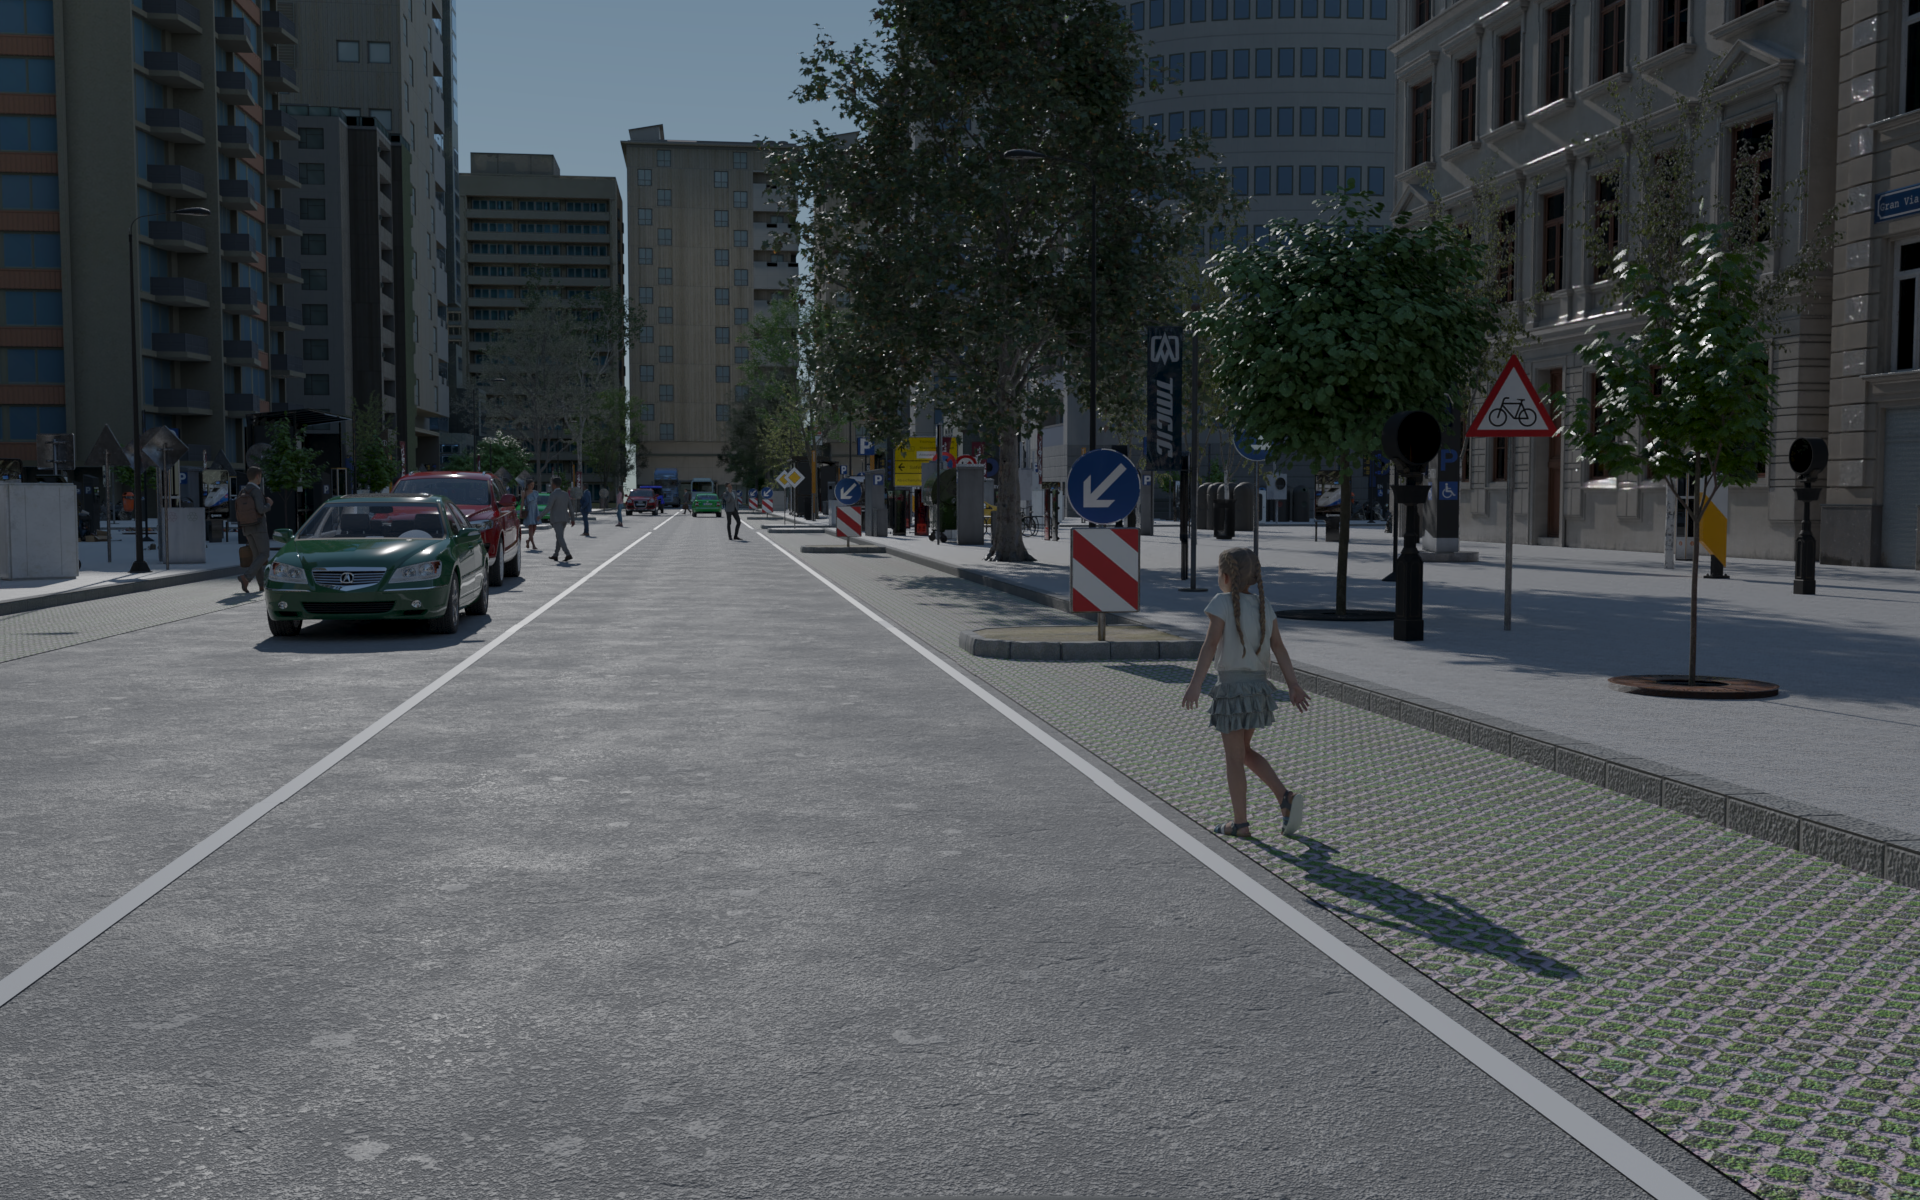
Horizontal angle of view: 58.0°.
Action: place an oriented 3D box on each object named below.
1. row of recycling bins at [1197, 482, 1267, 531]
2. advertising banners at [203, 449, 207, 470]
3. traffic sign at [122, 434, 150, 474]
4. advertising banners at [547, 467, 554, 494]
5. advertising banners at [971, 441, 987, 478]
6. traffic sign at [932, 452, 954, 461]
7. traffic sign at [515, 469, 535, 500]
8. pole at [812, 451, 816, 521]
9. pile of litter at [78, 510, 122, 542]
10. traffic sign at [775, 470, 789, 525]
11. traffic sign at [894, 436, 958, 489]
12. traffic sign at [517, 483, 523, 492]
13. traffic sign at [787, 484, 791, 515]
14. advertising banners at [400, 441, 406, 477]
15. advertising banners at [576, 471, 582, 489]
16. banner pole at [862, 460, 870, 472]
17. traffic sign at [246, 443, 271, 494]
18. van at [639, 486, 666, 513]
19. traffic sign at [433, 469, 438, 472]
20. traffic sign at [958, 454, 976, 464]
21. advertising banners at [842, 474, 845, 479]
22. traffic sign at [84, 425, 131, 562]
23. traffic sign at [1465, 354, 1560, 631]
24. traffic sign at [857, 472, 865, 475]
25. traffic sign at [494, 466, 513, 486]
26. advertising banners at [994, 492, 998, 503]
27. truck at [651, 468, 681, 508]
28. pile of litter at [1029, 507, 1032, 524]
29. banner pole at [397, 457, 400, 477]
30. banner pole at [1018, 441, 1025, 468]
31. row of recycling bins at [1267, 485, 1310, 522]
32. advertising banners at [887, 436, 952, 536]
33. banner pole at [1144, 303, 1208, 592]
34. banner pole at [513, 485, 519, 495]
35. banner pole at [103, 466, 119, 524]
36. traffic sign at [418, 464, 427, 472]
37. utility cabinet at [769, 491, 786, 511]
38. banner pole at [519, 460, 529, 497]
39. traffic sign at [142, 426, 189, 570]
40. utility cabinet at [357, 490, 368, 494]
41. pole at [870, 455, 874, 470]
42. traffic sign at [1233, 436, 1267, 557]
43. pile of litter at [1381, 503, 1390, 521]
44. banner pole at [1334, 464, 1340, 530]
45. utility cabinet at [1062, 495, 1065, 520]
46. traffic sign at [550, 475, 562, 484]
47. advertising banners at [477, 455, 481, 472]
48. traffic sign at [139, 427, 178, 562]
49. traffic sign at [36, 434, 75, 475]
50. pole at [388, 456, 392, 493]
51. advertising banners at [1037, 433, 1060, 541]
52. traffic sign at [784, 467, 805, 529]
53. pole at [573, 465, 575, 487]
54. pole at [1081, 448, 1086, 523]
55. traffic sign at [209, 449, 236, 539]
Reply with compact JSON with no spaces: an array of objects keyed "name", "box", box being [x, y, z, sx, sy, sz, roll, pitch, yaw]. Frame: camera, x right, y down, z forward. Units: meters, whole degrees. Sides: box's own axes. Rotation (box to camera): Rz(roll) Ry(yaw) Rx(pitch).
[{"name":"row of recycling bins","box":[9.423,-3.317,61.347,1.069,1.692,3.534,-1,4,-19]},{"name":"advertising banners","box":[-30.125,-4.439,68.773,0.090,3.025,2.074,-2,4,-35]},{"name":"traffic sign","box":[-15.635,-1.948,33.029,0.795,2.450,0.064,0,4,-7]},{"name":"advertising banners","box":[-26.103,-6.988,110.443,0.090,3.025,2.074,0,4,-1]},{"name":"advertising banners","box":[-0.063,-3.775,57.912,2.074,3.025,0.090,2,4,29]},{"name":"traffic sign","box":[-0.489,-3.170,51.929,0.768,2.556,0.104,0,4,-6]},{"name":"traffic sign","box":[-17.659,-4.079,70.338,0.795,2.450,0.064,-1,4,-8]},{"name":"pole","box":[-6.874,-5.353,81.368,0.158,3.312,0.155,0,3,0]},{"name":"pile of litter","box":[-23.455,-2.001,46.688,1.719,0.858,1.176,-3,5,-44]},{"name":"traffic sign","box":[-7.274,-4.171,71.845,0.795,2.450,0.064,-1,4,-8]},{"name":"traffic sign","box":[-1.190,-4.087,60.702,2.265,3.308,0.079,0,4,-2]},{"name":"traffic sign","box":[-27.916,-6.752,110.504,0.768,2.556,0.104,0,4,0]},{"name":"traffic sign","box":[-10.258,-6.272,104.672,0.606,2.300,0.079,0,4,-7]},{"name":"advertising banners","box":[-18.349,-3.776,57.920,0.090,3.025,2.074,0,4,2]},{"name":"advertising banners","box":[-30.111,-8.433,134.067,2.074,3.025,0.090,2,4,23]},{"name":"banner pole","box":[-6.833,-8.285,125.484,0.863,3.779,0.401,0,4,6]},{"name":"traffic sign","box":[-17.389,-2.634,43.172,0.768,2.556,0.104,0,4,-7]},{"name":"van","box":[-23.161,-7.676,129.883,2.240,2.365,5.245,-1,4,-10]},{"name":"traffic sign","box":[-23.850,-4.749,78.836,0.795,2.450,0.064,0,4,-4]},{"name":"traffic sign","box":[0.191,-3.403,55.744,0.768,2.556,0.104,0,4,-3]},{"name":"advertising banners","box":[-7.524,-6.828,107.827,0.090,3.025,2.074,1,4,22]},{"name":"traffic sign","box":[-15.957,-1.983,32.428,0.884,2.594,0.081,0,4,0]},{"name":"traffic sign","box":[5.150,-0.992,16.218,0.884,2.594,0.081,0,4,-1]},{"name":"traffic sign","box":[-5.598,-6.084,99.581,0.768,2.556,0.104,0,4,-5]},{"name":"traffic sign","box":[-16.493,-3.596,62.438,0.795,2.450,0.064,-1,4,-8]},{"name":"advertising banners","box":[1.541,-5.507,86.223,0.090,3.025,2.074,2,4,26]},{"name":"truck","box":[-31.396,-12.008,186.089,2.967,4.110,18.799,-1,4,-8]},{"name":"pile of litter","box":[3.548,-3.825,76.504,1.176,0.858,1.719,-2,4,-31]},{"name":"banner pole","box":[-37.572,-7.703,115.964,0.401,3.779,0.863,-2,4,-28]},{"name":"banner pole","box":[3.014,-5.639,82.218,0.401,3.779,0.863,0,4,3]},{"name":"row of recycling bins","box":[14.381,-4.465,80.108,3.534,1.692,1.069,1,4,11]},{"name":"advertising banners","box":[-1.203,-3.479,53.071,2.074,3.025,0.090,2,4,23]},{"name":"banner pole","box":[2.849,-2.004,22.779,0.863,3.779,0.401,0,4,5]},{"name":"banner pole","box":[-32.813,-8.378,126.995,0.401,3.779,0.863,-1,4,-21]},{"name":"banner pole","box":[-36.374,-5.140,74.052,0.863,3.779,0.401,2,4,26]},{"name":"traffic sign","box":[-22.911,-4.516,73.846,0.884,2.594,0.081,0,4,-3]},{"name":"utility cabinet","box":[-15.092,-8.269,143.876,1.173,1.500,0.318,-1,4,-21]},{"name":"banner pole","box":[-32.544,-8.498,128.953,0.863,3.779,0.401,-3,5,-43]},{"name":"traffic sign","box":[-13.399,-1.715,29.224,0.795,2.450,0.064,0,4,1]},{"name":"utility cabinet","box":[-30.894,-4.948,89.571,0.318,1.500,1.173,0,4,-5]},{"name":"pole","box":[-3.157,-4.184,62.260,0.158,3.312,0.155,0,3,0]},{"name":"traffic sign","box":[4.564,-1.624,26.658,0.768,2.556,0.104,0,4,0]},{"name":"pile of litter","box":[20.412,-4.134,81.554,1.176,0.858,1.719,1,4,15]},{"name":"banner pole","box":[13.663,-4.426,62.375,0.401,3.779,0.863,-2,4,-28]},{"name":"utility cabinet","box":[4.735,-4.543,85.448,0.306,1.237,1.020,3,5,40]},{"name":"traffic sign","box":[-26.825,-7.027,114.991,0.768,2.556,0.104,0,4,-4]},{"name":"advertising banners","box":[-21.112,-4.928,76.768,0.090,3.025,2.074,-2,4,-29]},{"name":"traffic sign","box":[-15.162,-2.001,32.818,0.768,2.556,0.104,0,4,-6]},{"name":"traffic sign","box":[-15.295,-1.663,29.320,0.606,2.300,0.079,0,4,-4]},{"name":"pole","box":[-29.444,-5.853,89.543,0.158,3.312,0.155,0,3,0]},{"name":"advertising banners","box":[2.416,-3.153,47.745,0.090,3.025,2.074,-1,4,-13]},{"name":"traffic sign","box":[-6.108,-3.688,63.945,0.795,2.450,0.064,-1,4,-8]},{"name":"pole","box":[-26.916,-7.749,120.541,0.158,3.312,0.155,0,3,0]},{"name":"pole","box":[5.438,-5.037,76.202,0.158,3.312,0.155,0,3,0]},{"name":"traffic sign","box":[-21.274,-3.052,49.898,0.884,2.594,0.081,0,4,0]}]
